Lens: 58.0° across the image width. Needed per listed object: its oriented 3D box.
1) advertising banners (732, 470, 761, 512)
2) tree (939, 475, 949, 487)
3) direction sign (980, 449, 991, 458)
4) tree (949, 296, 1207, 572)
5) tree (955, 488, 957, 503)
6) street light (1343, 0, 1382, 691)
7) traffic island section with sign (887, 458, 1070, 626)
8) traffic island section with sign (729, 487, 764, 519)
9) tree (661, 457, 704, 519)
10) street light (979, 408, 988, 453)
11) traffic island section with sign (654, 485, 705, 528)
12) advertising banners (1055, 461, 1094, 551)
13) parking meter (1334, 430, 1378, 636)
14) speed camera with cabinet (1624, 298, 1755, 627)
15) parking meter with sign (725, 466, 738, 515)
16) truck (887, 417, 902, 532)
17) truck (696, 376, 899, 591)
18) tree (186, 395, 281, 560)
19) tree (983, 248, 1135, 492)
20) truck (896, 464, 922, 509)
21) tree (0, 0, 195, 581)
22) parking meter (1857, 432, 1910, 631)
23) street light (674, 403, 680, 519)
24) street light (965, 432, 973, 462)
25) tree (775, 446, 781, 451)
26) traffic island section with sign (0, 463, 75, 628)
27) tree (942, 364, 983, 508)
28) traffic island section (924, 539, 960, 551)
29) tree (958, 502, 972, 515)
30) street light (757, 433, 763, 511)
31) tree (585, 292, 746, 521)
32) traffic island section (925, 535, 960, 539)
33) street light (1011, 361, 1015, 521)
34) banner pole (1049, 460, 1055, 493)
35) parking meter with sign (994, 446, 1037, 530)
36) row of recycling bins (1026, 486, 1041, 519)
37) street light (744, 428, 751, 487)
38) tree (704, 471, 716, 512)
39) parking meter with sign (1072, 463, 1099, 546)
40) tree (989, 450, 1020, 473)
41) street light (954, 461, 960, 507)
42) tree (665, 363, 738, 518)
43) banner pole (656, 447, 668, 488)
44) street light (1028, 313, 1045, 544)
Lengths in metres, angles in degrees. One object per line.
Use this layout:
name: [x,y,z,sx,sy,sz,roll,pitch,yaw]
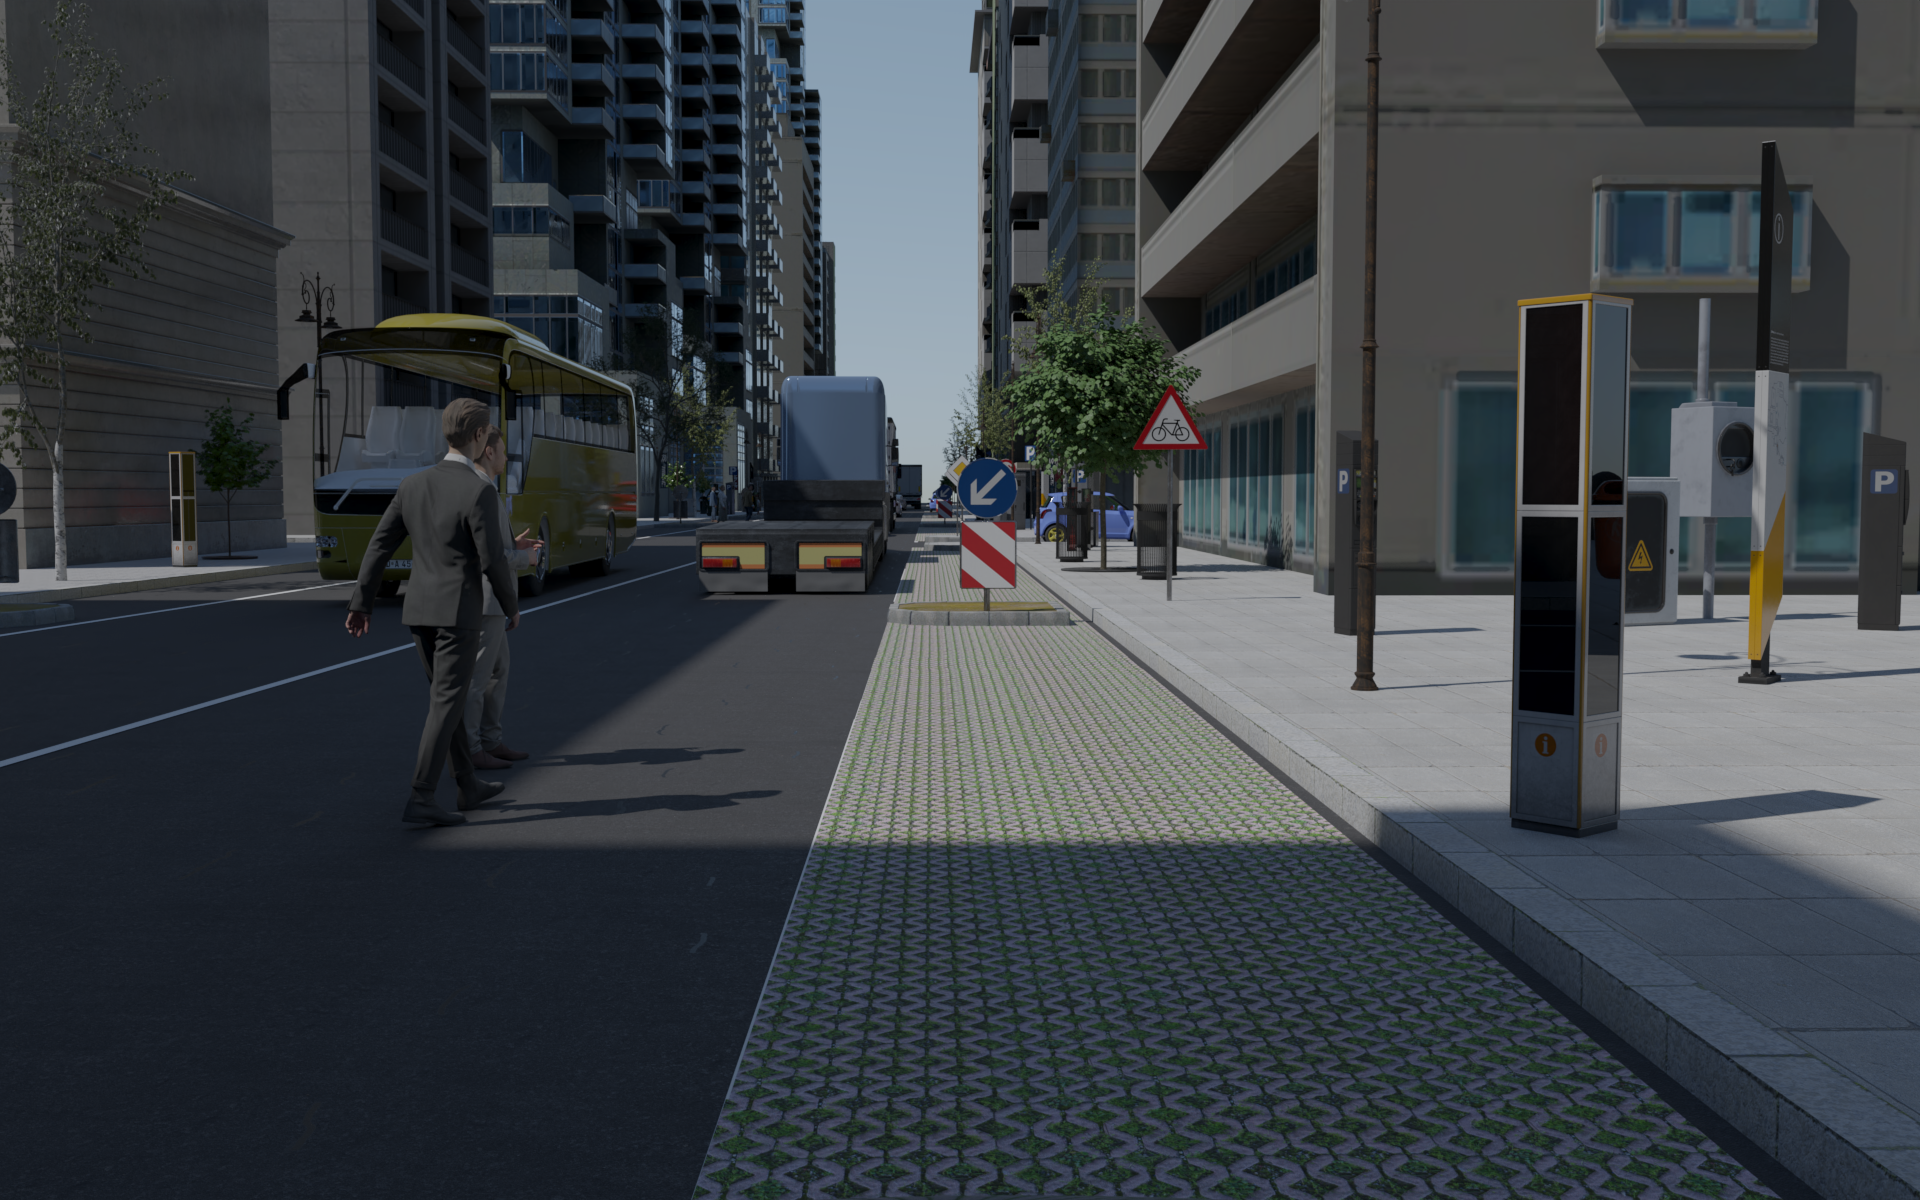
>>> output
advertising banners: [-15.240,-7.775,123.308,2.074,3.025,0.090,0,4,0]
tree: [-1.269,-16.324,250.606,4.285,4.588,4.351,0,3,0]
direction sign: [1.231,-5.840,87.485,0.876,3.537,0.379,-3,5,-39]
tree: [2.380,-2.768,28.977,4.285,4.588,4.351,0,3,0]
tree: [-0.484,-16.139,258.478,1.663,3.219,1.824,0,3,0]
street light: [2.651,-2.348,11.171,0.468,5.910,1.993,0,4,-1]
traffic island section with sign: [0.180,-0.672,19.616,1.989,1.847,2.006,0,4,-1]
traffic island section with sign: [-12.473,-5.680,101.494,1.989,1.847,2.006,0,4,-1]
tree: [-14.575,-5.849,90.233,1.663,3.219,1.824,0,3,0]
street light: [1.251,-7.364,93.193,0.468,5.910,1.993,0,4,-1]
traffic island section with sign: [-12.030,-4.031,74.543,1.989,1.847,2.006,0,4,-1]
advertising banners: [2.534,-2.613,38.916,0.090,3.025,2.074,2,4,29]
parking meter: [3.606,-0.615,15.767,0.255,1.863,0.399,-1,4,-15]
speed camera with cabinet: [6.989,-1.397,17.173,2.038,3.252,0.660,-2,4,-24]
parking meter with sign: [-14.370,-6.843,108.142,0.543,3.016,1.738,1,4,8]
truck: [-3.784,-4.868,68.508,2.839,4.237,11.283,0,4,-1]
truck: [-2.755,-2.690,33.748,2.967,4.110,18.799,0,4,-1]
tree: [-14.383,-2.411,34.023,1.663,3.219,1.824,0,3,0]
tree: [3.452,-6.271,52.901,4.737,8.622,4.395,0,3,0]
truck: [-5.013,-11.016,169.018,2.839,4.237,11.283,0,4,-2]
tree: [-13.531,-4.584,25.314,4.360,8.622,3.978,0,3,0]
parking meter: [8.705,-0.648,16.311,0.399,1.863,0.255,2,4,29]
street light: [-14.258,-7.007,87.349,0.468,5.910,1.993,0,4,-1]
street light: [0.828,-9.387,126.262,0.468,5.910,1.993,0,4,-1]
tree: [-16.844,-18.013,204.882,12.009,13.543,11.850,0,3,0]
traffic island section with sign: [-11.086,-0.649,19.243,1.989,1.847,2.006,0,4,-1]
tree: [1.624,-8.975,97.103,4.737,8.622,4.395,0,3,0]
traffic island section: [0.078,-1.374,44.743,2.009,0.180,2.903,0,4,-1]
tree: [1.067,-6.872,106.953,1.663,3.219,1.824,0,3,0]
street light: [-14.909,-9.564,129.157,0.468,5.910,1.993,0,4,-1]
tree: [-14.240,-8.946,80.684,8.767,10.594,7.601,0,4,-7]
traffic island section: [-0.058,-1.862,52.727,2.009,0.180,2.903,0,4,-1]
street light: [1.831,-5.342,60.126,0.468,5.910,1.993,0,4,-1]
banner pole: [5.074,-6.601,97.944,0.863,3.779,0.401,1,4,14]
parking meter with sign: [1.957,-4.022,62.019,1.738,3.016,0.543,-3,5,-42]
row of recycling bins: [2.848,-5.070,90.004,3.534,1.692,1.069,1,4,18]
street light: [-14.896,-9.069,121.071,0.468,5.910,1.993,0,4,-1]
tree: [-18.482,-7.877,123.385,1.663,3.219,1.824,0,3,0]
parking meter with sign: [2.987,-2.787,41.832,0.543,3.016,1.738,1,4,16]
tree: [1.927,-4.973,75.910,1.663,3.219,1.824,0,3,0]
street light: [-0.068,-12.118,170.910,0.468,5.910,1.993,0,4,-1]
tree: [-14.271,-8.810,94.408,4.737,8.622,4.395,0,3,0]
banner pole: [-15.819,-6.220,91.711,0.863,3.779,0.401,-3,5,-43]
street light: [2.004,-4.374,44.297,0.468,5.910,1.993,0,4,-1]
